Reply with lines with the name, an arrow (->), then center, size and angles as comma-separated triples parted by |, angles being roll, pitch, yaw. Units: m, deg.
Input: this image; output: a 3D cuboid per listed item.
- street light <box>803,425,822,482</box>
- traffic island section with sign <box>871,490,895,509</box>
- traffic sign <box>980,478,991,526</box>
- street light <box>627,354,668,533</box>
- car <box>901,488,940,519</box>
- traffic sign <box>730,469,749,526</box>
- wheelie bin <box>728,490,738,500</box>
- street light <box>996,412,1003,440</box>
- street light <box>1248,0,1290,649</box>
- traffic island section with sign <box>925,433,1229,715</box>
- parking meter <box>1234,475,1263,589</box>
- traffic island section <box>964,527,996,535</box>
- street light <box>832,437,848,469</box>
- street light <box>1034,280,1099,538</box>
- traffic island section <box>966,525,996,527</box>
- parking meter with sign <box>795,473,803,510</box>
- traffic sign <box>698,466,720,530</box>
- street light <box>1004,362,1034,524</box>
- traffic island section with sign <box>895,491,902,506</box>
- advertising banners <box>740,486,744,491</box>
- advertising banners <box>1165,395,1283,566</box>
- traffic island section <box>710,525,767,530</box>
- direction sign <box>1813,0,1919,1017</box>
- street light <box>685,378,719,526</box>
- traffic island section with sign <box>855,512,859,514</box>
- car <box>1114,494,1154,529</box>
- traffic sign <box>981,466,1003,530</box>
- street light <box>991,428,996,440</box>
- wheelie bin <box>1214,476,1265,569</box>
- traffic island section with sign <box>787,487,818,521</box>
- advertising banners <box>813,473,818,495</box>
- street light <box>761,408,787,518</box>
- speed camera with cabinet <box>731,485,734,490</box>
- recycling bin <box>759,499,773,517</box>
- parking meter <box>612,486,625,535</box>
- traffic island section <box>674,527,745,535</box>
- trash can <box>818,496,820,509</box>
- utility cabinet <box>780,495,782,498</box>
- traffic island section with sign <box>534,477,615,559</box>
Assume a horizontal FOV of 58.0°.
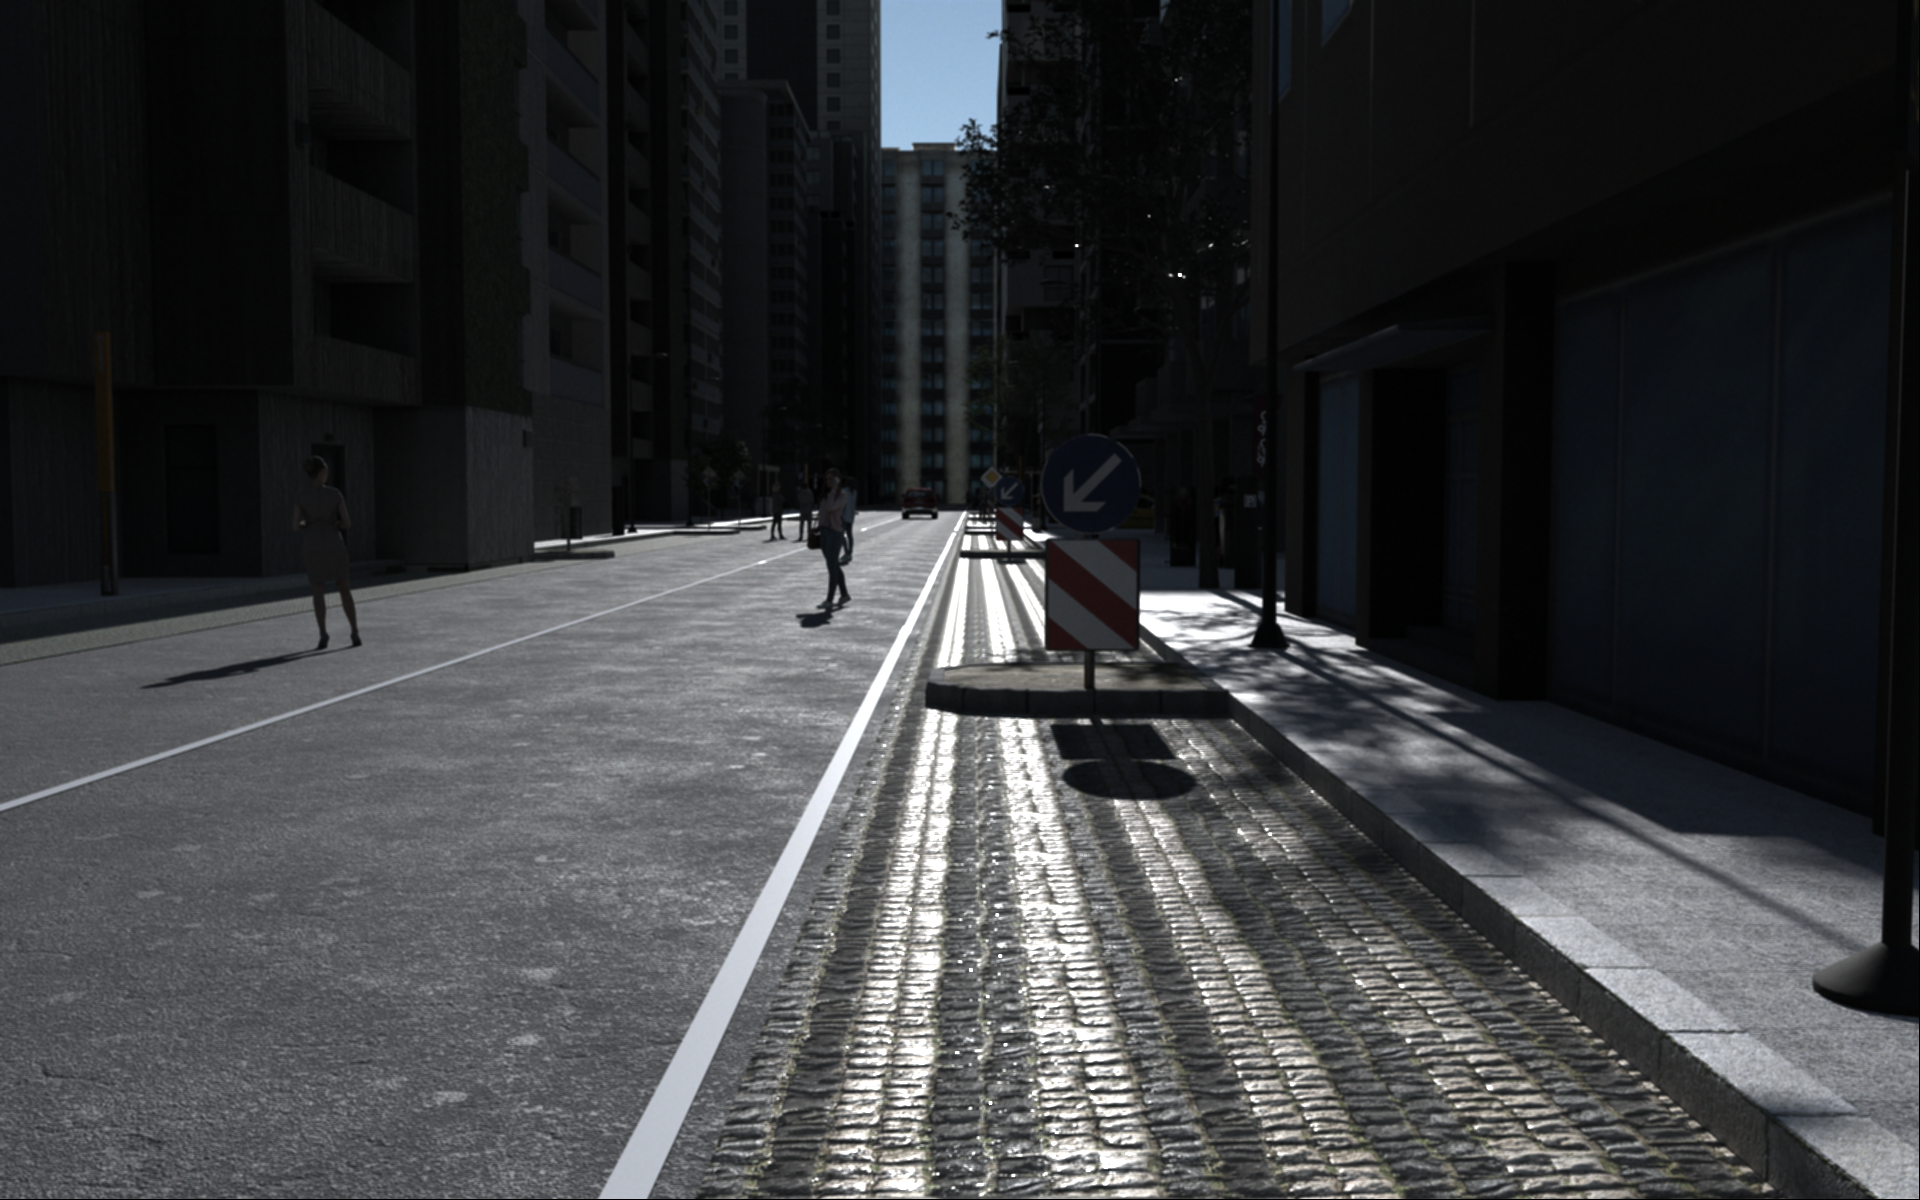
street light -> -9.997, -8.817, 116.700 | 1.470, 5.913, 1.316 | 0, 4, 0
traffic island section with sign -> -7.732, -9.953, 171.362 | 1.989, 1.847, 2.006 | 0, 4, 0
traffic sign -> 1.195, -4.021, 69.383 | 0.795, 2.450, 0.064 | 0, 4, 0
street light -> -10.374, -5.196, 57.500 | 1.470, 5.913, 1.316 | 0, 4, 0
car -> -2.343, -5.712, 102.069 | 2.281, 1.827, 5.304 | 0, 4, 0
traffic sign -> -8.848, -4.027, 69.484 | 0.795, 2.450, 0.064 | 0, 4, 0
wheelie bin -> -16.136, -6.998, 122.328 | 0.980, 1.594, 0.693 | -1, 4, -9
street light -> 2.935, -7.667, 97.904 | 1.470, 5.913, 1.316 | 0, 4, 0
street light -> 2.054, -2.559, 14.382 | 1.470, 5.913, 1.316 | 0, 4, 0
traffic island section with sign -> 0.761, -0.215, 12.151 | 1.989, 1.847, 2.006 | 0, 4, 0
parking meter -> 3.907, -0.919, 23.436 | 0.372, 1.533, 0.369 | 0, 3, 0
traffic island section -> 1.155, -2.397, 61.475 | 2.009, 0.180, 2.903 | 0, 4, 0
street light -> -9.731, -10.241, 139.987 | 1.470, 5.913, 1.316 | 0, 4, 0
street light -> 2.435, -3.983, 37.668 | 1.470, 5.913, 1.316 | 0, 4, 0
traffic island section -> 1.219, -2.886, 69.460 | 2.009, 0.180, 2.903 | 0, 4, 0
parking meter with sign -> -13.054, -8.855, 141.046 | 0.543, 3.016, 1.738 | 0, 4, 5
traffic sign -> -8.912, -3.539, 61.499 | 0.795, 2.450, 0.064 | 0, 4, 0
street light -> 2.402, -5.408, 60.957 | 1.470, 5.913, 1.316 | 0, 4, 0
traffic island section with sign -> -7.501, -11.662, 199.304 | 1.989, 1.847, 2.006 | 0, 4, 0
advertising banners -> -16.161, -8.383, 133.250 | 2.074, 3.025, 0.090 | -2, 4, -32
advertising banners -> 4.675, -2.109, 30.671 | 2.074, 3.025, 0.090 | 0, 4, -3
traffic island section -> -8.872, -2.891, 69.546 | 2.009, 0.180, 2.903 | 0, 4, 0
direction sign -> 2.389, -0.754, 4.320 | 0.379, 3.537, 0.876 | 2, 4, 35
street light -> -10.346, -5.937, 69.616 | 1.470, 5.913, 1.316 | 0, 4, 0
traffic island section with sign -> -8.134, -6.914, 121.667 | 1.989, 1.847, 2.006 | 0, 4, 0
car -> 6.903, -3.350, 65.004 | 3.980, 1.641, 2.015 | 0, 4, 2
traffic sign -> 1.131, -3.532, 61.398 | 0.795, 2.450, 0.064 | 0, 4, 0
street light -> 3.082, -9.092, 121.192 | 1.470, 5.913, 1.316 | 0, 4, 0
wheelie bin -> 4.843, -1.341, 29.836 | 0.980, 1.594, 0.693 | 0, 4, -1
traffic island section with sign -> -8.346, -5.230, 94.146 | 1.989, 1.847, 2.006 | 0, 4, 0
advertising banners -> -12.457, -8.951, 142.540 | 2.074, 3.025, 0.090 | 2, 4, 34
street light -> -10.032, -7.393, 93.411 | 1.470, 5.913, 1.316 | 0, 4, 0
speed camera with cabinet -> -16.767, -8.557, 134.238 | 2.038, 3.252, 0.660 | 0, 4, 5
recycling bin -> -10.848, -5.199, 97.553 | 0.722, 1.027, 0.722 | 1, 4, 21
parking meter -> -10.649, -2.785, 53.953 | 0.372, 1.533, 0.369 | 0, 3, 0
traffic island section -> -8.936, -2.402, 61.561 | 2.009, 0.180, 2.903 | 0, 4, 0
trash can -> -11.062, -7.754, 138.434 | 0.748, 1.137, 0.748 | 0, 3, 0
utility cabinet -> -15.294, -8.110, 143.766 | 1.020, 1.237, 0.306 | 1, 4, 14
traffic island section with sign -> -8.795, -1.834, 38.606 | 1.989, 1.847, 2.006 | 0, 4, 0
